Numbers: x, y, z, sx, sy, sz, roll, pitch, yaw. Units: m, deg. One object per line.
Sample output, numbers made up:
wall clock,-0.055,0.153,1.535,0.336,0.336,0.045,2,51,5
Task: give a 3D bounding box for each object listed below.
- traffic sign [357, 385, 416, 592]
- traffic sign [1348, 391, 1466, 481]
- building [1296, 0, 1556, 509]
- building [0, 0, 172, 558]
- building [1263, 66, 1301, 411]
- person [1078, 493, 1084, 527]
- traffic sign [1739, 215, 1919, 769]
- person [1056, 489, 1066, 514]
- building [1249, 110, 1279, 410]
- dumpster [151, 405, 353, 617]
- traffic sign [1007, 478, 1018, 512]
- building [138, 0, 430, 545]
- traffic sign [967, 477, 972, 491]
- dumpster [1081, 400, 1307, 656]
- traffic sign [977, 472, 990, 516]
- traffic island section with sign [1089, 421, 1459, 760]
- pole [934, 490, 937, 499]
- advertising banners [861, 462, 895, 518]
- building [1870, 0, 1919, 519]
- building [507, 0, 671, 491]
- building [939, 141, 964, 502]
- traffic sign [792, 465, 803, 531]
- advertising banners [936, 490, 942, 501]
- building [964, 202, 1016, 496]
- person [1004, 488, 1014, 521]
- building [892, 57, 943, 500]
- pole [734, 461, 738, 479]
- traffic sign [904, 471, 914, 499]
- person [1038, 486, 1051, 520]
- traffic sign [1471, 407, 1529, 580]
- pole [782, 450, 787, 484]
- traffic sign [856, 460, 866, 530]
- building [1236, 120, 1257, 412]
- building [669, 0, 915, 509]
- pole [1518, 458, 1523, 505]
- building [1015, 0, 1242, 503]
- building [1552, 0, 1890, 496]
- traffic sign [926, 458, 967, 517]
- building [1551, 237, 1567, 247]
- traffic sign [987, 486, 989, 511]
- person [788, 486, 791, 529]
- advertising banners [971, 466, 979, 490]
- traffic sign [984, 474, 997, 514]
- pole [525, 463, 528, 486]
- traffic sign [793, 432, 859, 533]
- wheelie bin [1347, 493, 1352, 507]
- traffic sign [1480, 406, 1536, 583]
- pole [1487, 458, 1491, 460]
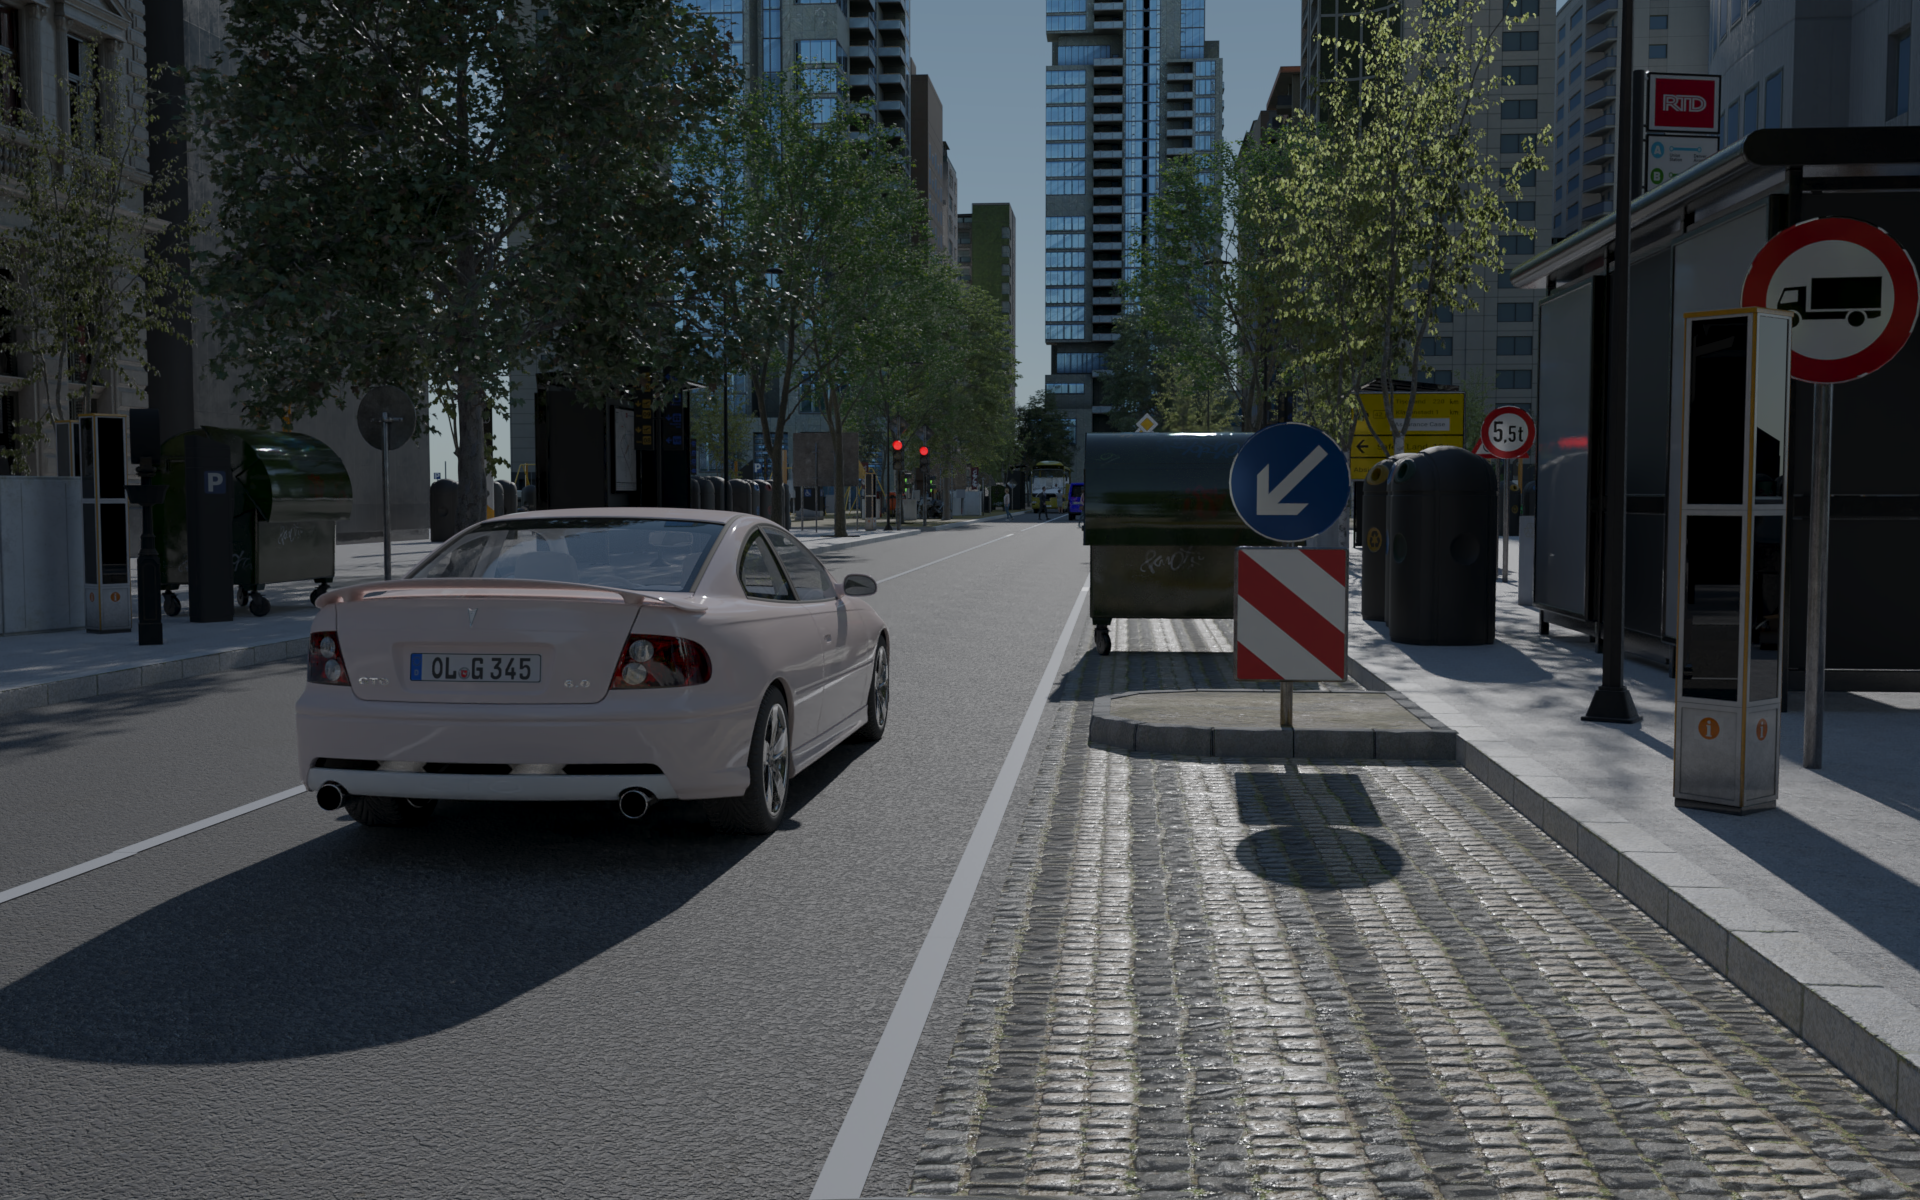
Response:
traffic sign,-6.731,-1.236,20.316,0.768,2.556,0.104,1,4,13
traffic sign,8.844,-2.475,34.345,2.265,3.308,0.079,0,4,6
building,38.642,-43.554,150.360,20.563,71.187,20.611,0,4,5
building,-22.185,-12.069,26.200,11.050,23.489,19.941,0,4,5
building,42.452,-31.865,175.610,22.147,44.769,28.867,0,4,5
person,5.416,-4.049,75.299,0.593,1.750,0.643,-2,4,-26
traffic sign,3.994,-0.485,8.037,0.768,2.556,0.104,1,4,12
person,7.298,-7.103,124.990,0.716,1.782,0.532,0,4,8
building,40.523,-33.490,197.669,14.600,45.320,14.200,0,4,5
dumpster,-7.737,-0.999,18.829,1.502,2.255,1.985,0,4,5
traffic sign,3.791,-7.589,125.270,0.795,2.450,0.064,1,4,11
building,-27.373,-15.325,44.064,24.014,27.812,14.314,0,4,5
traffic sign,0.638,-8.121,132.885,0.768,2.556,0.104,1,4,11
dumpster,2.087,-0.653,15.634,1.985,2.255,1.502,0,4,5
traffic sign,1.354,-6.186,101.250,0.768,2.556,0.104,1,4,10
traffic island section with sign,1.776,-0.101,10.288,1.989,1.847,2.006,0,4,5
pole,-1.592,-7.236,112.146,0.158,3.312,0.155,0,3,0
advertising banners,-4.481,-6.024,94.679,2.074,3.025,0.090,0,4,4
building,25.918,-29.941,31.535,21.231,58.520,28.212,0,4,5
building,-39.312,-46.694,201.692,20.611,71.187,20.563,0,4,5
building,-7.540,-31.760,202.874,14.086,41.232,14.154,0,4,5
traffic sign,-5.531,-3.705,60.677,0.768,2.556,0.104,1,4,15
advertising banners,-0.863,-8.277,131.515,2.074,3.025,0.090,1,4,15
building,0.615,-34.361,245.396,14.086,41.232,14.154,0,4,5
person,2.593,-5.059,91.886,0.598,1.740,0.731,-1,4,-17
building,-9.409,-32.566,182.561,14.600,45.320,14.200,0,4,5
pole,-13.796,-6.906,106.763,0.158,3.312,0.155,0,3,0
traffic sign,-2.852,-5.726,93.733,0.768,2.556,0.104,1,4,11
person,4.636,-5.321,95.269,0.755,1.850,0.659,3,4,37
traffic sign,8.049,-1.586,25.939,0.884,2.594,0.081,0,4,8
pole,-8.103,-5.272,80.039,0.158,3.312,0.155,0,3,0
traffic sign,-3.623,-3.736,61.080,0.884,2.594,0.081,0,4,6
building,53.452,-40.247,247.277,27.495,52.752,28.713,0,4,5
building,-15.177,-51.775,159.190,22.319,86.520,31.000,0,4,5
pole,28.106,-5.693,86.931,0.158,3.312,0.155,0,3,0
building,24.059,-57.090,246.096,31.000,86.520,22.319,0,4,5
building,81.593,-39.629,189.933,28.212,58.520,21.231,0,4,5
traffic sign,-0.765,-6.273,96.441,2.265,3.308,0.079,0,4,8
building,60.383,-25.994,196.711,14.107,30.474,14.160,0,4,5
traffic sign,2.153,-7.942,129.852,0.884,2.594,0.081,1,4,10
person,-6.603,-3.457,65.205,0.511,1.800,0.466,3,4,36
advertising banners,0.215,-6.920,109.336,2.074,3.025,0.090,1,4,13
traffic sign,1.916,-6.714,109.785,0.884,2.594,0.081,0,4,7
pole,-28.612,-7.373,114.398,0.158,3.312,0.155,0,3,0
traffic sign,-4.456,-3.886,57.410,2.265,3.308,0.079,1,4,13
wheelie bin,12.833,-3.102,58.619,0.980,1.594,0.693,-2,4,-33
traffic sign,7.907,-1.526,25.048,0.768,2.556,0.104,1,4,12
pole,27.369,-5.865,89.732,0.158,3.312,0.155,0,3,0
